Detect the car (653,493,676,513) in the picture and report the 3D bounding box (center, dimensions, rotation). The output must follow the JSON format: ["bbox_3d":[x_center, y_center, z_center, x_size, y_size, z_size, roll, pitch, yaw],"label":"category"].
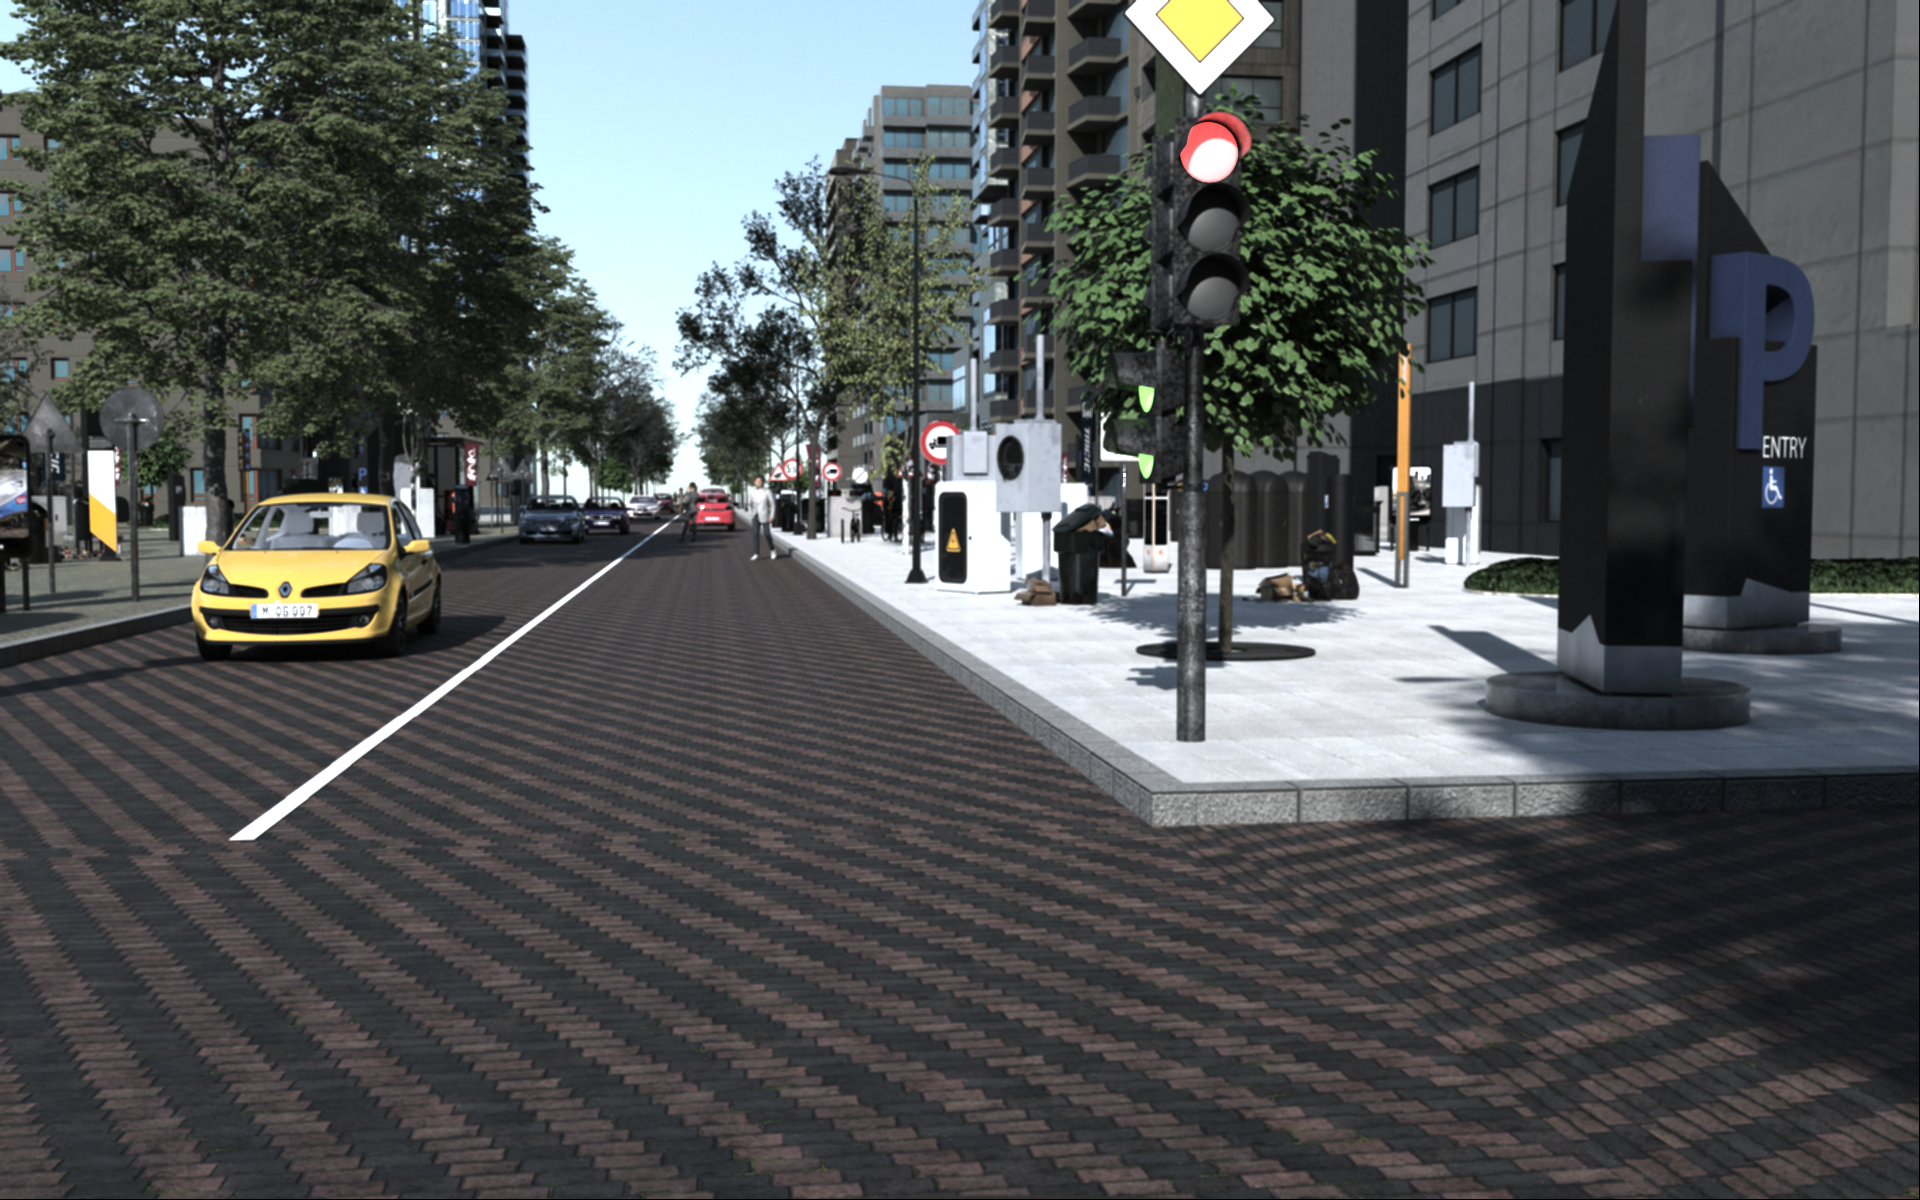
[{"bbox_3d":[-22.338,-7.384,129.770,2.155,1.783,4.494,0,4,-7],"label":"car"}]

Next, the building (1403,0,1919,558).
[{"bbox_3d":[22.598,-36.361,32.760,20.611,71.187,20.563,-1,4,-8],"label":"building"}]

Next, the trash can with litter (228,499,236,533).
[{"bbox_3d":[-20.768,-2.290,48.830,0.624,1.170,1.055,-1,4,-19],"label":"trash can with litter"}]

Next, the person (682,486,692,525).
[{"bbox_3d":[-12.657,-4.408,80.750,0.526,1.800,0.537,-2,4,-31],"label":"person"}]

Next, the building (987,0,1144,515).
[{"bbox_3d":[13.461,-27.385,102.366,22.147,44.769,28.867,-1,4,-8],"label":"building"}]

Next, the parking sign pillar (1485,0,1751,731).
[{"bbox_3d":[3.818,-1.316,9.983,1.447,3.967,1.447,1,4,8],"label":"parking sign pillar"}]

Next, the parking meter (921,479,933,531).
[{"bbox_3d":[-1.138,-3.336,60.263,0.255,1.863,0.399,-2,4,-35],"label":"parking meter"}]

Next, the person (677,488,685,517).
[{"bbox_3d":[-17.382,-6.099,108.213,0.705,1.824,1.348,1,4,23],"label":"person"}]

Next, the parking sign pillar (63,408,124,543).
[{"bbox_3d":[-23.115,-3.524,46.082,1.447,3.967,1.447,-2,4,-26],"label":"parking sign pillar"}]

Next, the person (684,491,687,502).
[{"bbox_3d":[-36.324,-13.530,229.804,1.350,1.814,0.705,-3,4,-38],"label":"person"}]

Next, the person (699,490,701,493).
[{"bbox_3d":[-22.485,-8.584,149.373,0.617,1.759,0.750,2,4,30],"label":"person"}]

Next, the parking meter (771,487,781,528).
[{"bbox_3d":[-6.990,-3.518,65.936,0.372,1.533,0.369,0,3,0],"label":"parking meter"}]

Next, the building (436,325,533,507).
[{"bbox_3d":[-62.414,-21.048,189.173,27.650,21.520,28.899,-1,4,-8],"label":"building"}]

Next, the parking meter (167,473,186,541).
[{"bbox_3d":[-21.449,-2.553,47.449,0.255,1.863,0.399,2,4,34],"label":"parking meter"}]

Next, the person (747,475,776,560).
[{"bbox_3d":[-4.333,-1.807,37.890,0.661,1.843,0.795,1,4,17],"label":"person"}]

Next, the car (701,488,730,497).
[{"bbox_3d":[-16.656,-6.624,116.971,2.281,1.827,5.304,0,4,-7],"label":"car"}]

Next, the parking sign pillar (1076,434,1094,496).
[{"bbox_3d":[5.664,-5.511,78.581,1.447,3.967,1.447,2,4,24],"label":"parking sign pillar"}]

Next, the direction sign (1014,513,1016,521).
[{"bbox_3d":[2.657,-5.629,84.032,0.379,3.537,0.876,1,4,13],"label":"direction sign"}]

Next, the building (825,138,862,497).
[{"bbox_3d":[-6.661,-37.268,233.034,21.300,48.544,21.600,-1,4,-8],"label":"building"}]

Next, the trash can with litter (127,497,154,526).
[{"bbox_3d":[-32.492,-3.500,68.618,1.055,1.170,0.624,0,4,6],"label":"trash can with litter"}]

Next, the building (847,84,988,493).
[{"bbox_3d":[-1.091,-35.924,206.961,23.786,49.044,30.456,-1,4,-8],"label":"building"}]

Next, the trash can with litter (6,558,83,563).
[{"bbox_3d":[-17.834,-1.442,34.639,1.678,1.210,2.233,0,4,1],"label":"trash can with litter"}]

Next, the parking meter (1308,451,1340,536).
[{"bbox_3d":[5.010,-1.109,23.836,0.399,1.863,0.255,-2,4,-33],"label":"parking meter"}]

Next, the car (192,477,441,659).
[{"bbox_3d":[-5.967,-0.374,16.335,2.015,1.641,3.980,-1,4,-10],"label":"car"}]

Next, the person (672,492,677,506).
[{"bbox_3d":[-35.097,-12.484,213.348,1.217,1.736,0.721,-1,4,-15],"label":"person"}]

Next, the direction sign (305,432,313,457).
[{"bbox_3d":[-21.518,-3.997,57.344,0.379,3.537,0.876,0,4,-8],"label":"direction sign"}]

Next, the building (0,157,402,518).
[{"bbox_3d":[-53.385,-16.869,120.849,27.650,21.520,28.899,-1,4,-8],"label":"building"}]

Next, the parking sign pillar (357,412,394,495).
[{"bbox_3d":[-18.921,-4.139,56.146,1.447,3.967,1.447,1,4,21],"label":"parking sign pillar"}]

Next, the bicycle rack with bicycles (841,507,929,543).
[{"bbox_3d":[-2.110,-2.000,46.089,2.852,0.926,2.925,0,4,-3],"label":"bicycle rack with bicycles"}]

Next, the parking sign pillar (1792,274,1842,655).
[{"bbox_3d":[6.592,-1.587,14.421,1.447,3.967,1.447,-3,4,-36],"label":"parking sign pillar"}]

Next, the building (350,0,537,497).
[{"bbox_3d":[-64.784,-55.368,217.942,22.319,86.520,31.000,-1,4,-8],"label":"building"}]

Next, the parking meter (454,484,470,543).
[{"bbox_3d":[-13.033,-2.258,45.337,0.372,1.533,0.369,0,3,0],"label":"parking meter"}]

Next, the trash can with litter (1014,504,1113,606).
[{"bbox_3d":[1.199,-0.530,20.053,1.055,1.170,0.624,-2,4,-29],"label":"trash can with litter"}]

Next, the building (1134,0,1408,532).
[{"bbox_3d":[13.598,-17.925,64.772,14.160,30.474,14.107,-1,4,-8],"label":"building"}]

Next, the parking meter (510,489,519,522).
[{"bbox_3d":[-20.615,-4.391,80.197,0.372,1.533,0.369,0,3,0],"label":"parking meter"}]

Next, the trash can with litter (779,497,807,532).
[{"bbox_3d":[-5.600,-2.887,58.584,1.055,1.170,0.624,2,4,35],"label":"trash can with litter"}]

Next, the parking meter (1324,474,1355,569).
[{"bbox_3d":[4.846,-0.840,22.149,0.372,1.533,0.369,0,3,0],"label":"parking meter"}]

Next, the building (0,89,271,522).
[{"bbox_3d":[-48.299,-15.131,92.432,27.650,21.520,28.899,-1,4,-8],"label":"building"}]

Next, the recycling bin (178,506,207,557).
[{"bbox_3d":[-15.667,-1.420,35.774,0.722,1.027,0.722,-1,4,-11],"label":"recycling bin"}]

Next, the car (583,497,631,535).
[{"bbox_3d":[-12.690,-3.003,61.675,1.945,1.354,3.894,-1,4,-9],"label":"car"}]

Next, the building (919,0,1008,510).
[{"bbox_3d":[9.213,-50.075,131.405,22.319,86.520,31.000,-1,4,-8],"label":"building"}]

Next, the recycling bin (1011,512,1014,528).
[{"bbox_3d":[1.618,-3.301,66.530,0.722,1.027,0.722,-1,4,-21],"label":"recycling bin"}]

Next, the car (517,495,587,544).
[{"bbox_3d":[-12.119,-2.419,51.549,2.014,1.417,4.499,-1,4,-10],"label":"car"}]

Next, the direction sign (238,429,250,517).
[{"bbox_3d":[-24.890,-4.176,60.271,0.876,3.537,0.379,3,5,44],"label":"direction sign"}]

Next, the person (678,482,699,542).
[{"bbox_3d":[-8.184,-2.656,52.197,0.573,1.790,0.520,1,4,16],"label":"person"}]

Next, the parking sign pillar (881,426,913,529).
[{"bbox_3d":[-2.169,-4.601,63.700,1.447,3.967,1.447,-2,4,-24],"label":"parking sign pillar"}]

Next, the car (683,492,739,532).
[{"bbox_3d":[-9.625,-3.544,66.980,2.155,1.783,4.494,-1,4,-9],"label":"car"}]

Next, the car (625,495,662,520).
[{"bbox_3d":[-18.000,-5.270,98.520,2.083,1.381,4.827,-1,4,-9],"label":"car"}]
